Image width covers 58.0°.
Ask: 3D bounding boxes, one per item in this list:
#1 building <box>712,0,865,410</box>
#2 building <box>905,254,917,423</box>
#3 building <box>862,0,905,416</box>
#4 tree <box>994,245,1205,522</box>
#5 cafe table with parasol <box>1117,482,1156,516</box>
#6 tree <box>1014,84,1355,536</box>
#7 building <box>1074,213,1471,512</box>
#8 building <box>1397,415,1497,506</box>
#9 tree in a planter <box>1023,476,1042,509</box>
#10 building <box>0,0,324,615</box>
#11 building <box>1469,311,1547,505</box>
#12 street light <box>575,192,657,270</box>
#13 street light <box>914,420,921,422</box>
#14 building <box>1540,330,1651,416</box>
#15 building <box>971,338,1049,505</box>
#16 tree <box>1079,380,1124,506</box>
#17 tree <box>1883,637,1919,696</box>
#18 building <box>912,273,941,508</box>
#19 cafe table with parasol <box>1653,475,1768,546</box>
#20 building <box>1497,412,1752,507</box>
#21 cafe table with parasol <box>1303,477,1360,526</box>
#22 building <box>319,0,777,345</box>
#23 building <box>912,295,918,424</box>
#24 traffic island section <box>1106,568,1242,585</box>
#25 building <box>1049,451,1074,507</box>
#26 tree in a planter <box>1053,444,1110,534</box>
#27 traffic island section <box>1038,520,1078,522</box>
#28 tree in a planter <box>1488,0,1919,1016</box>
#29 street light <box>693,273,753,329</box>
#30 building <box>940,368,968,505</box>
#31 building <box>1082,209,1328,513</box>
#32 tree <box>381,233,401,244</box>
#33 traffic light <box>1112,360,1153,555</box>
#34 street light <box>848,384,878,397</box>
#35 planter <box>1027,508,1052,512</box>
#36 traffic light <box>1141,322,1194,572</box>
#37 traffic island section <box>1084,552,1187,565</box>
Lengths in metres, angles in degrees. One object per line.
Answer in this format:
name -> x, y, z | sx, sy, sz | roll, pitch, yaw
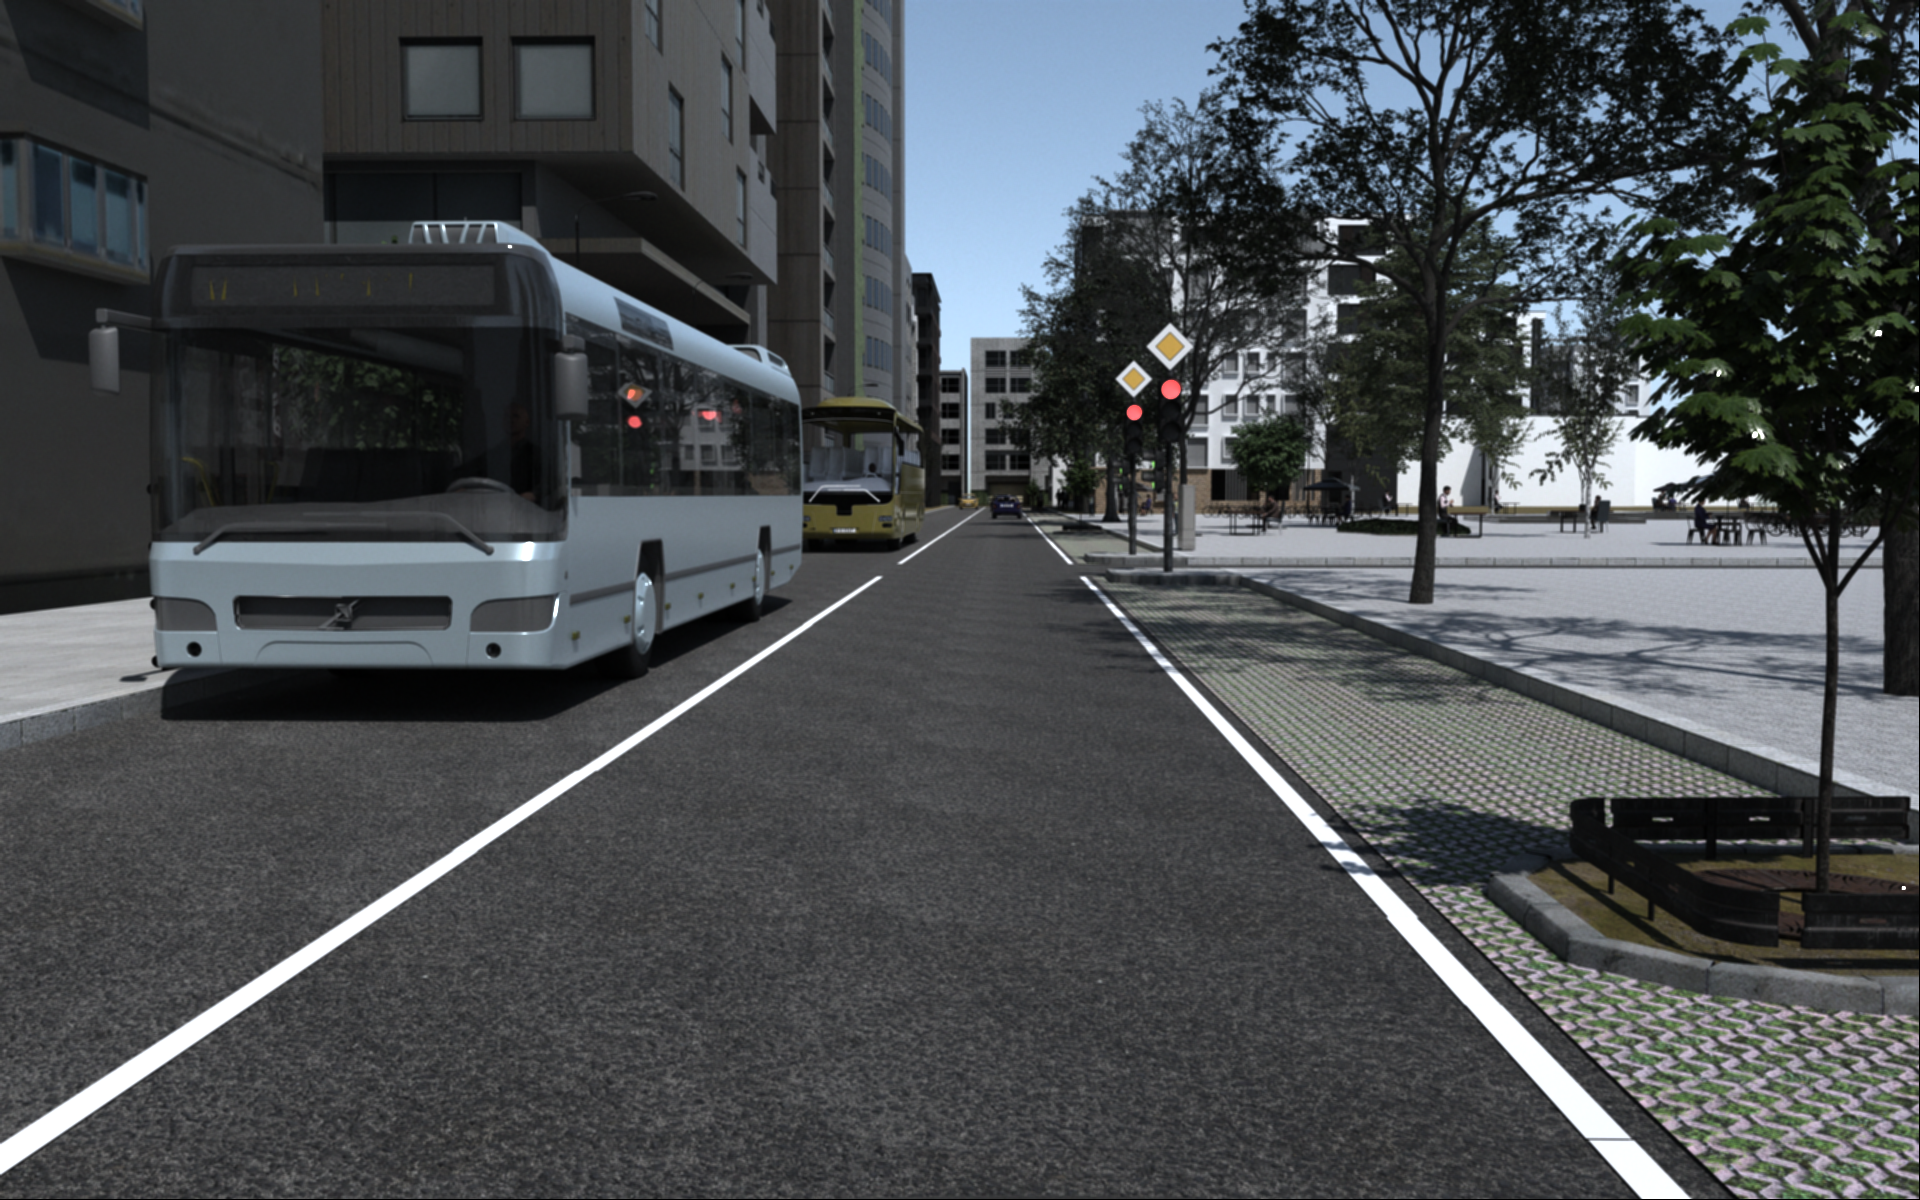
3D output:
building -> -11.480, -23.665, 70.513 | 14.154, 41.232, 14.086 | 0, 4, 1
building -> -12.370, -15.997, 128.001 | 16.747, 18.905, 31.486 | 0, 4, 1
building -> -14.211, -33.596, 91.286 | 21.231, 58.520, 28.212 | 0, 4, 1
tree -> 6.802, -9.862, 78.259 | 9.611, 12.733, 9.660 | 0, 3, 0
cafe table with parasol -> 10.311, -5.865, 100.759 | 2.610, 1.966, 2.610 | -1, 4, -9
tree -> 6.830, -8.706, 52.708 | 12.009, 13.543, 11.850 | 0, 3, 0
building -> 23.231, -18.261, 142.534 | 27.936, 21.610, 32.646 | 0, 4, 1
building -> 41.171, -14.768, 183.610 | 28.070, 9.664, 9.099 | 0, 4, 1
tree in a planter -> 7.044, -10.334, 166.184 | 1.991, 3.239, 1.994 | 0, 4, 1
building -> -20.681, -23.962, 15.480 | 21.600, 48.544, 21.300 | 0, 4, 1
building -> 49.338, -22.250, 207.769 | 32.646, 21.610, 27.936 | 0, 4, 1
street light -> -5.352, -3.319, 26.799 | 1.470, 5.913, 1.316 | 0, 4, 1
street light -> -3.177, -8.372, 109.423 | 1.470, 5.913, 1.316 | 0, 4, 1
building -> 72.169, -21.120, 201.731 | 11.380, 20.091, 16.016 | 0, 4, 1
building -> 17.157, -20.636, 203.849 | 31.486, 18.905, 16.747 | 0, 4, 1
tree -> 8.172, -8.745, 93.349 | 4.360, 8.622, 3.978 | 0, 3, 0
tree -> 6.206, -4.690, 11.102 | 8.767, 10.594, 7.601 | 1, 4, 18
building -> -18.568, -20.220, 174.573 | 32.646, 21.610, 27.936 | 0, 4, 1
cafe table with parasol -> 19.145, -2.343, 43.177 | 2.610, 1.966, 2.610 | -1, 4, -23
building -> 69.191, -14.628, 181.319 | 28.070, 9.664, 9.099 | 0, 4, 1
cafe table with parasol -> 15.038, -3.993, 70.145 | 2.610, 1.966, 2.610 | -1, 4, -9
building -> -20.118, -28.158, 49.628 | 28.713, 52.752, 27.495 | 0, 4, 1
building -> -11.586, -17.924, 149.473 | 16.016, 20.091, 11.380 | 0, 4, 1
traffic island section -> 3.456, -0.385, 28.577 | 2.009, 0.180, 2.903 | 0, 4, 1
building -> 13.724, -14.184, 174.056 | 9.099, 9.664, 28.070 | 0, 4, 1
tree in a planter -> 4.328, -3.957, 61.926 | 1.991, 3.239, 1.994 | 0, 4, 1
traffic island section -> 5.030, -4.065, 89.329 | 1.991, 0.108, 1.994 | 0, 4, 1
tree in a planter -> 2.847, -0.513, 5.613 | 1.991, 3.239, 1.994 | 0, 4, 1
street light -> -5.047, -3.915, 36.547 | 1.470, 5.913, 1.316 | 0, 4, 1
building -> -15.018, -20.677, 204.521 | 31.486, 18.905, 16.747 | 0, 4, 1
building -> 16.527, -16.169, 120.775 | 16.016, 20.091, 11.380 | 0, 4, 1
tree -> -7.229, -2.336, 21.905 | 4.285, 4.588, 4.351 | 0, 3, 0
traffic light -> 3.625, -2.907, 36.446 | 0.839, 4.253, 0.868 | 0, 4, 1
street light -> -4.133, -6.138, 72.895 | 1.470, 5.913, 1.316 | 0, 4, 1
planter -> 6.327, -7.178, 138.496 | 1.991, 0.319, 1.994 | 0, 4, 1
traffic light -> 3.416, -2.419, 28.464 | 0.839, 4.253, 0.868 | 0, 4, 1
traffic island section -> 3.664, -0.873, 36.559 | 2.009, 0.180, 2.903 | 0, 4, 1
